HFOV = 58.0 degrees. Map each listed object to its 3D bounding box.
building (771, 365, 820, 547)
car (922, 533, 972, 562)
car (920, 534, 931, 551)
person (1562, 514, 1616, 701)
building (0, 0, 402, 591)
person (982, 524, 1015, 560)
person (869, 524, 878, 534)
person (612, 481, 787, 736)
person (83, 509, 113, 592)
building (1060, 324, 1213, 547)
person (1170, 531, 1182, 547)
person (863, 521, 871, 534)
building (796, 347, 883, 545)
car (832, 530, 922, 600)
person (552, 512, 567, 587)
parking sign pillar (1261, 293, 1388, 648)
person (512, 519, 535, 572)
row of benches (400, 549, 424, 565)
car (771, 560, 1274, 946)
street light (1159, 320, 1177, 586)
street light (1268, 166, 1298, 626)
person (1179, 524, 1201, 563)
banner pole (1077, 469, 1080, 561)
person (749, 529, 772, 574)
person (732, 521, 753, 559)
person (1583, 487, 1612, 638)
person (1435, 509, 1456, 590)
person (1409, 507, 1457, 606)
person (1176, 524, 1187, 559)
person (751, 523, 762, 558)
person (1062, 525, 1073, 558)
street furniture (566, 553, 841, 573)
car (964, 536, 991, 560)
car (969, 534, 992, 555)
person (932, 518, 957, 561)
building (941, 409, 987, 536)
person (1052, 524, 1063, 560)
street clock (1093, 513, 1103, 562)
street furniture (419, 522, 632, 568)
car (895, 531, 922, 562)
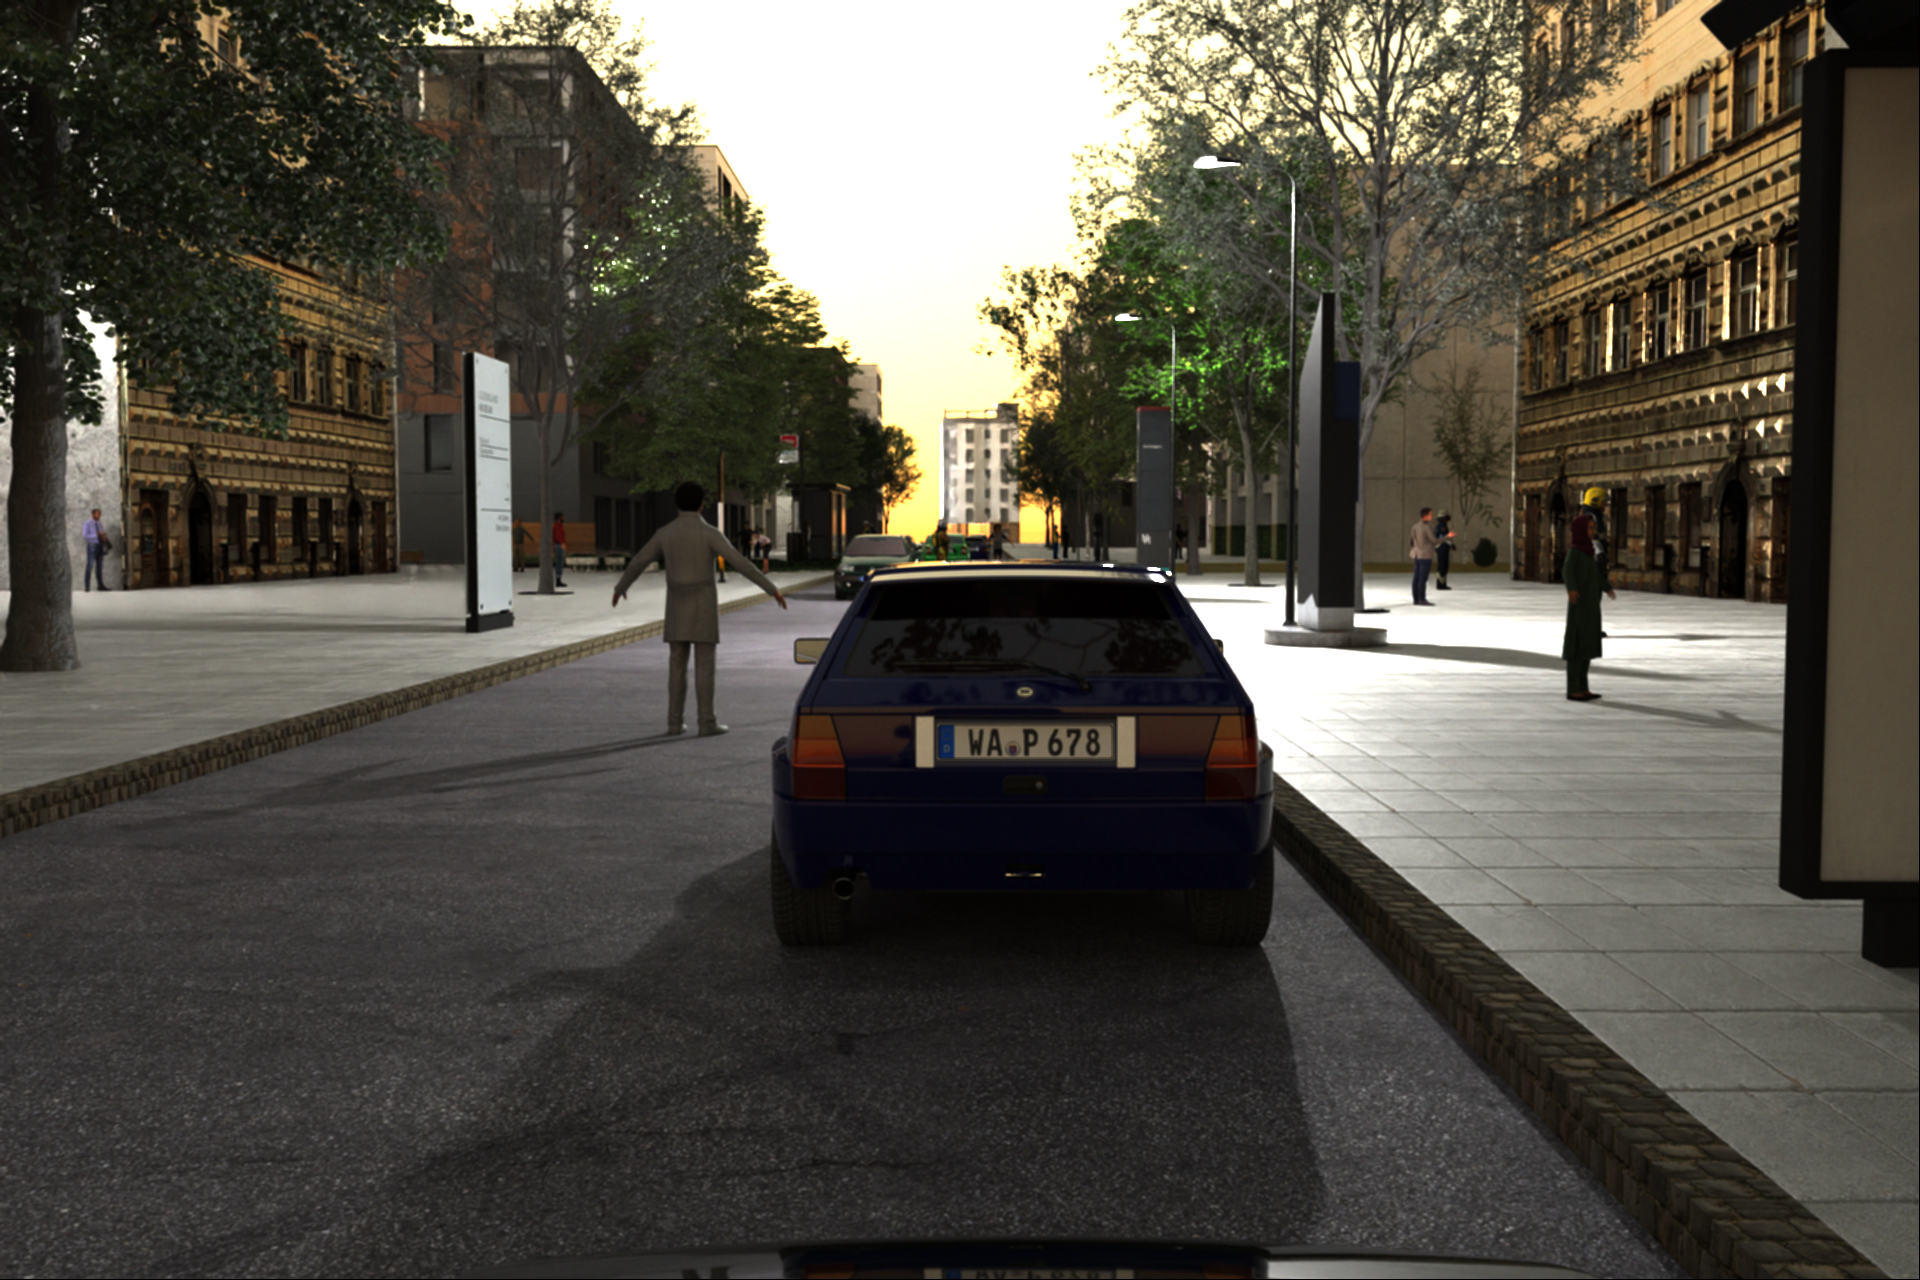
[{"bbox_3d":[-24.731,-21.355,180.084,19.493,23.208,18.063,0,4,1],"label":"building"},{"bbox_3d":[-0.500,-3.512,66.219,1.959,1.807,4.718,0,3,0],"label":"car"},{"bbox_3d":[-1.291,-5.556,101.062,2.015,1.641,3.980,0,4,1],"label":"car"},{"bbox_3d":[4.868,-0.255,13.382,0.599,1.438,0.989,3,4,37],"label":"person"},{"bbox_3d":[-27.872,-13.246,47.495,19.493,23.208,18.063,0,4,1],"label":"building"},{"bbox_3d":[1.514,-3.705,69.184,1.345,1.843,0.704,-1,4,-15],"label":"person"},{"bbox_3d":[-4.858,-5.490,95.539,1.354,1.856,0.705,2,4,23],"label":"person"},{"bbox_3d":[-1.904,-0.229,12.387,1.347,1.806,0.705,1,4,15],"label":"person"},{"bbox_3d":[-19.110,-1.991,38.466,0.599,1.838,0.709,1,4,15],"label":"person"},{"bbox_3d":[24.550,-20.824,184.454,27.936,21.610,32.646,0,4,1],"label":"building"},{"bbox_3d":[5.484,-2.486,47.421,1.217,1.736,0.721,0,4,-4],"label":"person"},{"bbox_3d":[-3.966,-4.078,72.651,0.705,1.833,1.349,-1,4,-15],"label":"person"},{"bbox_3d":[-23.876,-22.122,205.674,27.936,21.610,32.646,0,4,0],"label":"building"},{"bbox_3d":[-1.835,-1.783,38.936,2.009,1.686,4.222,0,4,1],"label":"car"},{"bbox_3d":[-9.667,-2.192,41.941,0.704,1.816,1.345,-1,4,-14],"label":"person"},{"bbox_3d":[4.246,-1.932,20.066,1.447,3.967,1.447,0,4,0],"label":"parking sign pillar"},{"bbox_3d":[-15.086,-3.235,59.159,1.348,1.796,0.705,1,4,15],"label":"person"},{"bbox_3d":[-23.762,-3.365,70.487,4.104,0.672,1.422,-3,4,-38],"label":"row of benches"},{"bbox_3d":[0.218,0.319,7.368,1.945,1.354,3.894,0,4,0],"label":"car"},{"bbox_3d":[5.062,-3.919,36.621,1.470,5.913,1.316,0,4,1],"label":"street light"},{"bbox_3d":[4.654,-2.989,21.405,1.470,5.913,1.316,0,4,1],"label":"street light"},{"bbox_3d":[10.370,-4.398,78.128,1.346,1.802,0.704,-2,4,-32],"label":"person"},{"bbox_3d":[4.571,-4.684,66.600,0.401,3.779,0.863,0,4,0],"label":"banner pole"},{"bbox_3d":[-6.325,-2.801,55.022,0.628,1.438,0.799,0,4,6],"label":"person"},{"bbox_3d":[-9.065,-4.148,73.756,1.347,1.837,0.705,-2,4,-25],"label":"person"},{"bbox_3d":[7.904,-0.963,21.511,0.704,1.858,1.351,1,4,20],"label":"person"},{"bbox_3d":[11.155,-2.081,39.888,0.704,1.845,1.351,0,4,3],"label":"person"},{"bbox_3d":[8.503,-1.504,31.164,0.750,1.759,0.617,0,4,-1],"label":"person"},{"bbox_3d":[11.221,-5.049,88.731,1.347,1.806,0.705,3,4,37],"label":"person"},{"bbox_3d":[-10.740,-5.268,91.982,1.347,1.847,0.705,3,5,43],"label":"person"},{"bbox_3d":[5.671,-5.202,91.767,0.721,1.740,1.216,-1,4,-21],"label":"person"},{"bbox_3d":[-8.647,-2.692,59.639,10.072,0.657,5.734,0,4,4],"label":"street furniture"},{"bbox_3d":[0.453,-3.999,77.957,1.945,1.354,3.894,0,3,0],"label":"car"},{"bbox_3d":[1.219,-6.723,119.714,2.009,1.686,4.222,0,4,-1],"label":"car"},{"bbox_3d":[-0.456,-2.336,46.418,0.705,1.858,1.354,-2,4,-25],"label":"person"},{"bbox_3d":[-2.447,-24.106,253.003,11.380,20.090,16.016,0,4,-1],"label":"building"},{"bbox_3d":[4.915,-4.946,87.324,0.721,1.772,1.216,-1,4,-18],"label":"person"},{"bbox_3d":[4.685,-3.322,58.879,0.358,2.002,0.471,0,4,1],"label":"street clock"},{"bbox_3d":[-15.578,-3.719,67.659,11.010,1.723,9.812,-1,4,-12],"label":"street furniture"},{"bbox_3d":[-2.234,-2.932,57.730,2.009,1.686,4.222,0,4,1],"label":"car"}]
